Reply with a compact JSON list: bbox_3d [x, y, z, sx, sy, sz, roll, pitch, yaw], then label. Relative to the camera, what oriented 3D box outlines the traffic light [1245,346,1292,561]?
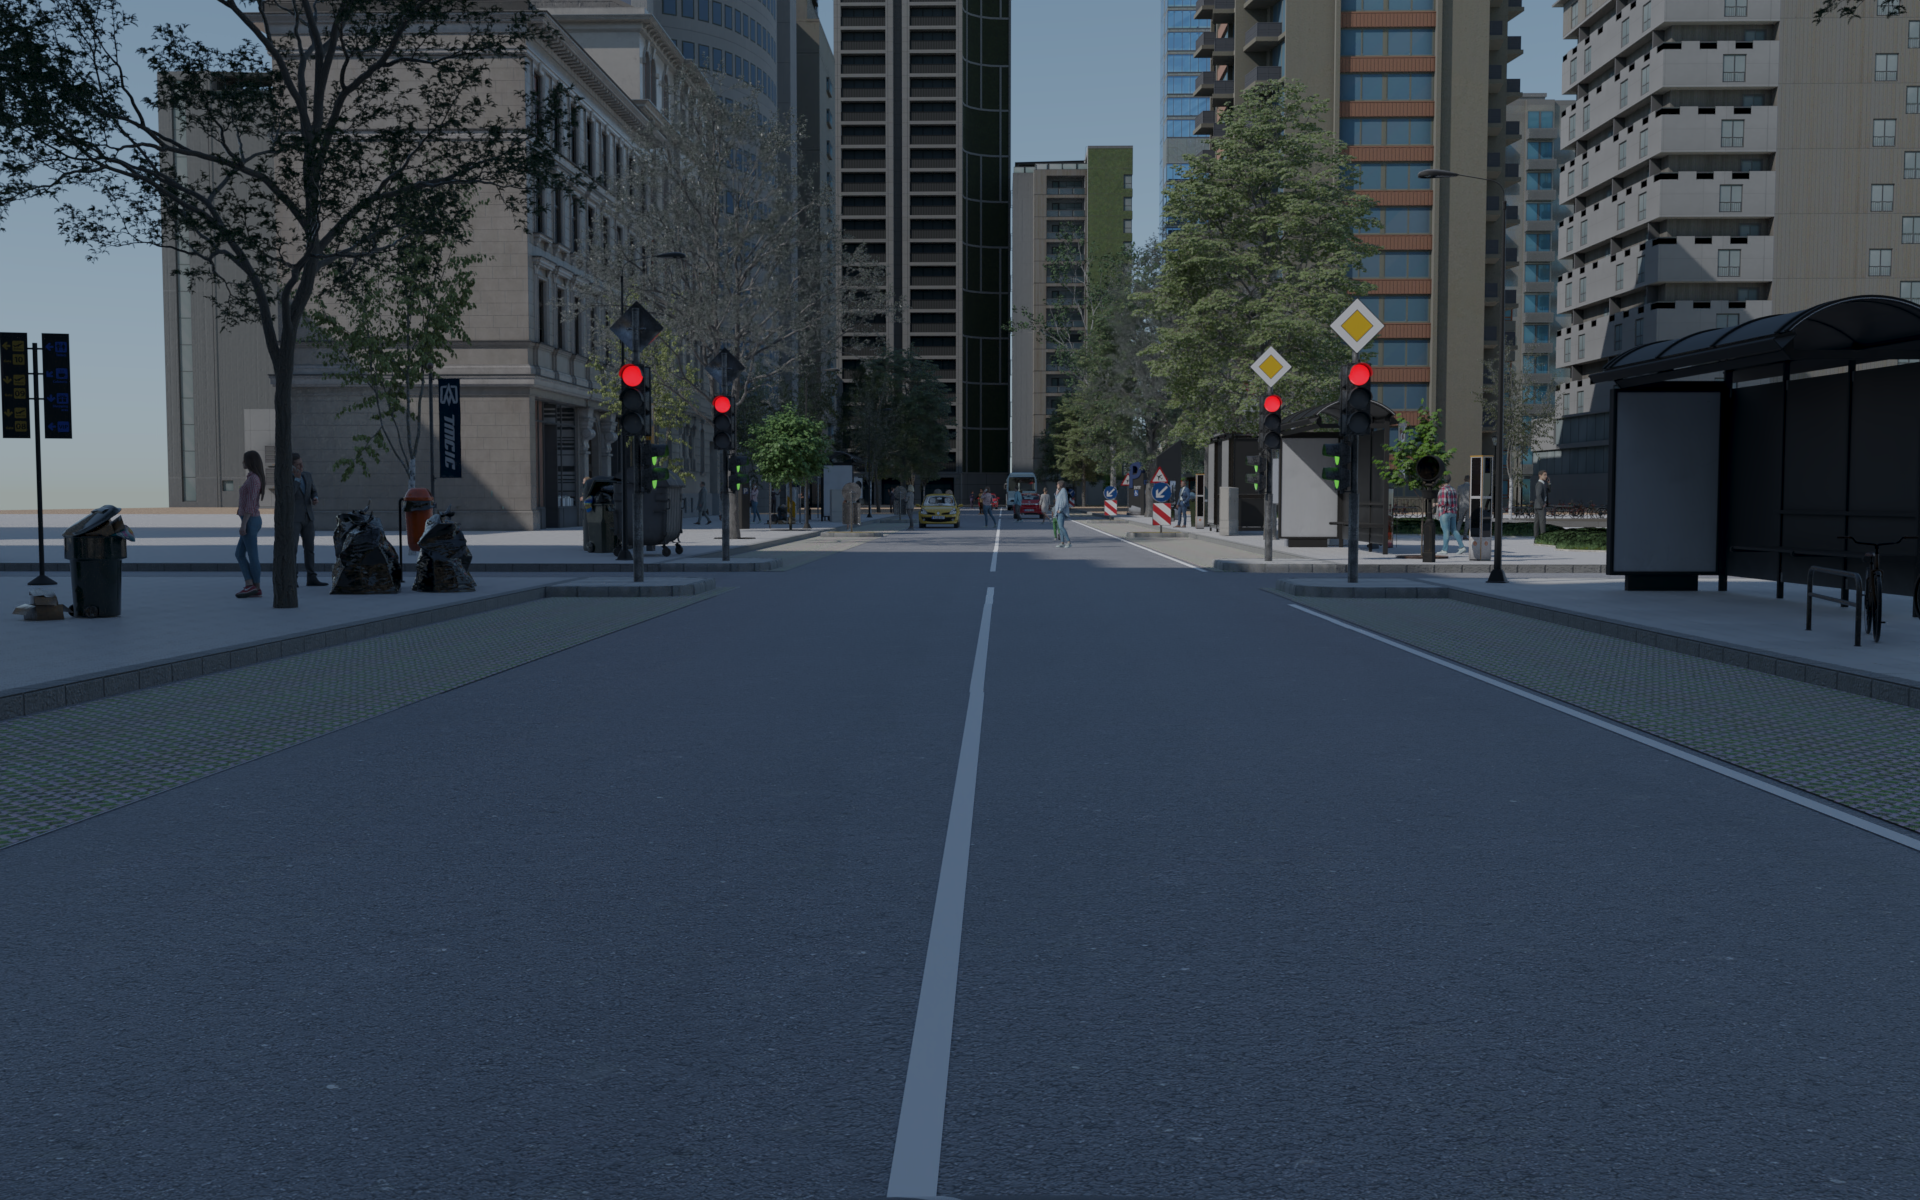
[{"bbox_3d":[5.873,-2.694,32.967,0.839,4.253,0.868,0,4,1],"label":"traffic light"}]

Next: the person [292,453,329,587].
[{"bbox_3d":[-9.044,-1.104,23.891,0.447,1.846,0.655,2,4,32],"label":"person"}]

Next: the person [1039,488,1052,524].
[{"bbox_3d":[4.091,-4.467,82.284,0.760,1.731,0.466,3,4,39],"label":"person"}]

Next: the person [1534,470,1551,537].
[{"bbox_3d":[15.228,-2.433,45.187,0.474,1.900,0.648,1,4,10],"label":"person"}]

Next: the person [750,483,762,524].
[{"bbox_3d":[-8.843,-4.182,75.013,0.643,1.750,0.593,-1,4,-22],"label":"person"}]

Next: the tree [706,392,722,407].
[{"bbox_3d":[-10.525,-8.355,86.972,4.360,8.622,3.978,0,3,0],"label":"tree"}]

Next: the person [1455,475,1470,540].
[{"bbox_3d":[14.189,-2.597,48.626,0.709,1.813,0.853,2,4,32],"label":"person"}]

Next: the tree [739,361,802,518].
[{"bbox_3d":[-11.380,-8.755,93.513,4.737,8.622,4.395,0,3,0],"label":"tree"}]

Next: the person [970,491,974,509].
[{"bbox_3d":[1.157,-9.575,165.965,0.541,1.710,0.530,-2,4,-27],"label":"person"}]

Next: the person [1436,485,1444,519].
[{"bbox_3d":[18.799,-3.739,67.451,0.850,1.792,0.678,-2,4,-25],"label":"person"}]

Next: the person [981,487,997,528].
[{"bbox_3d":[1.247,-3.934,73.410,0.643,1.750,0.593,3,4,36],"label":"person"}]

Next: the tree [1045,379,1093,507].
[{"bbox_3d":[12.228,-15.462,170.935,7.486,12.596,7.792,0,3,0],"label":"tree"}]

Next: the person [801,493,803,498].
[{"bbox_3d":[-14.198,-8.740,152.125,0.799,1.438,0.628,-2,4,-26],"label":"person"}]

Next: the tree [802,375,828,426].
[{"bbox_3d":[-10.179,-9.570,106.827,4.737,8.622,4.395,0,3,0],"label":"tree"}]

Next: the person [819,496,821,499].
[{"bbox_3d":[-10.561,-7.808,134.391,0.721,1.739,1.217,-3,4,-36],"label":"person"}]

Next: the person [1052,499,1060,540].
[{"bbox_3d":[3.003,-2.502,53.664,0.306,1.304,0.590,0,4,-3],"label":"person"}]

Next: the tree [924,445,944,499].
[{"bbox_3d":[-4.514,-12.687,157.793,4.360,8.622,3.978,0,3,0],"label":"tree"}]

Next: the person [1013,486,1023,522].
[{"bbox_3d":[2.955,-4.831,87.510,0.620,1.820,0.660,2,4,26],"label":"person"}]

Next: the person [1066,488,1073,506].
[{"bbox_3d":[8.129,-7.556,131.664,1.348,1.869,0.705,-3,5,-42],"label":"person"}]

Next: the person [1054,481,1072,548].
[{"bbox_3d":[2.757,-2.298,46.338,0.793,1.790,0.793,-3,4,-37],"label":"person"}]

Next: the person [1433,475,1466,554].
[{"bbox_3d":[10.391,-1.830,36.793,0.563,1.720,0.643,-3,5,-41],"label":"person"}]

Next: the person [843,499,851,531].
[{"bbox_3d":[-4.259,-3.473,66.288,0.522,1.701,0.512,-2,4,-34],"label":"person"}]

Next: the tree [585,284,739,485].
[{"bbox_3d":[-10.485,-6.619,58.584,4.737,8.622,4.395,0,3,0],"label":"tree"}]

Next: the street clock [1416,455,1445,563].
[{"bbox_3d":[8.805,-1.705,32.454,0.471,2.002,0.358,3,4,37],"label":"street clock"}]

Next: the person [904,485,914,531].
[{"bbox_3d":[-2.032,-3.640,68.202,0.526,1.800,0.537,2,4,35],"label":"person"}]

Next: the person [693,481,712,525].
[{"bbox_3d":[-10.826,-4.074,72.756,0.767,1.812,0.694,0,4,-2],"label":"person"}]

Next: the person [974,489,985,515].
[{"bbox_3d":[1.485,-6.857,120.709,0.705,1.812,1.348,-3,5,-43],"label":"person"}]

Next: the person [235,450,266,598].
[{"bbox_3d":[-8.808,-0.944,21.484,0.388,1.821,0.555,-2,4,-24],"label":"person"}]

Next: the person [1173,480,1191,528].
[{"bbox_3d":[8.501,-3.659,66.054,0.419,1.800,0.721,-2,4,-34],"label":"person"}]

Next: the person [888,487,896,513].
[{"bbox_3d":[-4.545,-6.704,116.452,0.445,1.727,0.742,1,4,19],"label":"person"}]

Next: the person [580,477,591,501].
[{"bbox_3d":[-10.309,-2.521,47.812,0.362,1.759,0.519,-2,4,-24],"label":"person"}]

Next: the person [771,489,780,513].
[{"bbox_3d":[-12.575,-6.790,117.861,0.742,1.727,0.445,-1,4,-12],"label":"person"}]

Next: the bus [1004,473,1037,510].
[{"bbox_3d":[5.448,-9.810,155.246,2.948,3.499,13.247,0,4,1],"label":"bus"}]

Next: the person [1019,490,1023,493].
[{"bbox_3d":[4.919,-7.788,136.546,0.721,1.743,1.217,-1,4,-8],"label":"person"}]

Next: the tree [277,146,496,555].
[{"bbox_3d":[-11.671,-5.246,36.138,4.737,8.622,4.395,0,3,0],"label":"tree"}]

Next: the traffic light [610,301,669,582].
[{"bbox_3d":[-4.685,-2.220,25.226,0.839,4.253,0.868,0,4,1],"label":"traffic light"}]

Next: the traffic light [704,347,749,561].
[{"bbox_3d":[-4.486,-2.709,33.208,0.839,4.253,0.868,0,4,1],"label":"traffic light"}]

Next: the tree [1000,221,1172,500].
[{"bbox_3d":[9.651,-16.205,120.834,12.611,20.169,13.585,0,3,0],"label":"tree"}]

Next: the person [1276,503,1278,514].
[{"bbox_3d":[14.706,-4.461,79.374,0.834,1.777,0.661,3,4,38],"label":"person"}]

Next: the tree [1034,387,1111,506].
[{"bbox_3d":[12.233,-16.340,184.165,9.611,12.733,9.660,0,3,0],"label":"tree"}]

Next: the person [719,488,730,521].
[{"bbox_3d":[-11.185,-4.726,83.273,0.822,1.834,0.622,0,4,-7],"label":"person"}]

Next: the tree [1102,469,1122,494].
[{"bbox_3d":[11.531,-8.612,135.405,1.663,3.219,1.824,0,3,0],"label":"tree"}]

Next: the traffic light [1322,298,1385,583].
[{"bbox_3d":[5.673,-2.206,24.984,0.839,4.253,0.868,0,4,1],"label":"traffic light"}]
